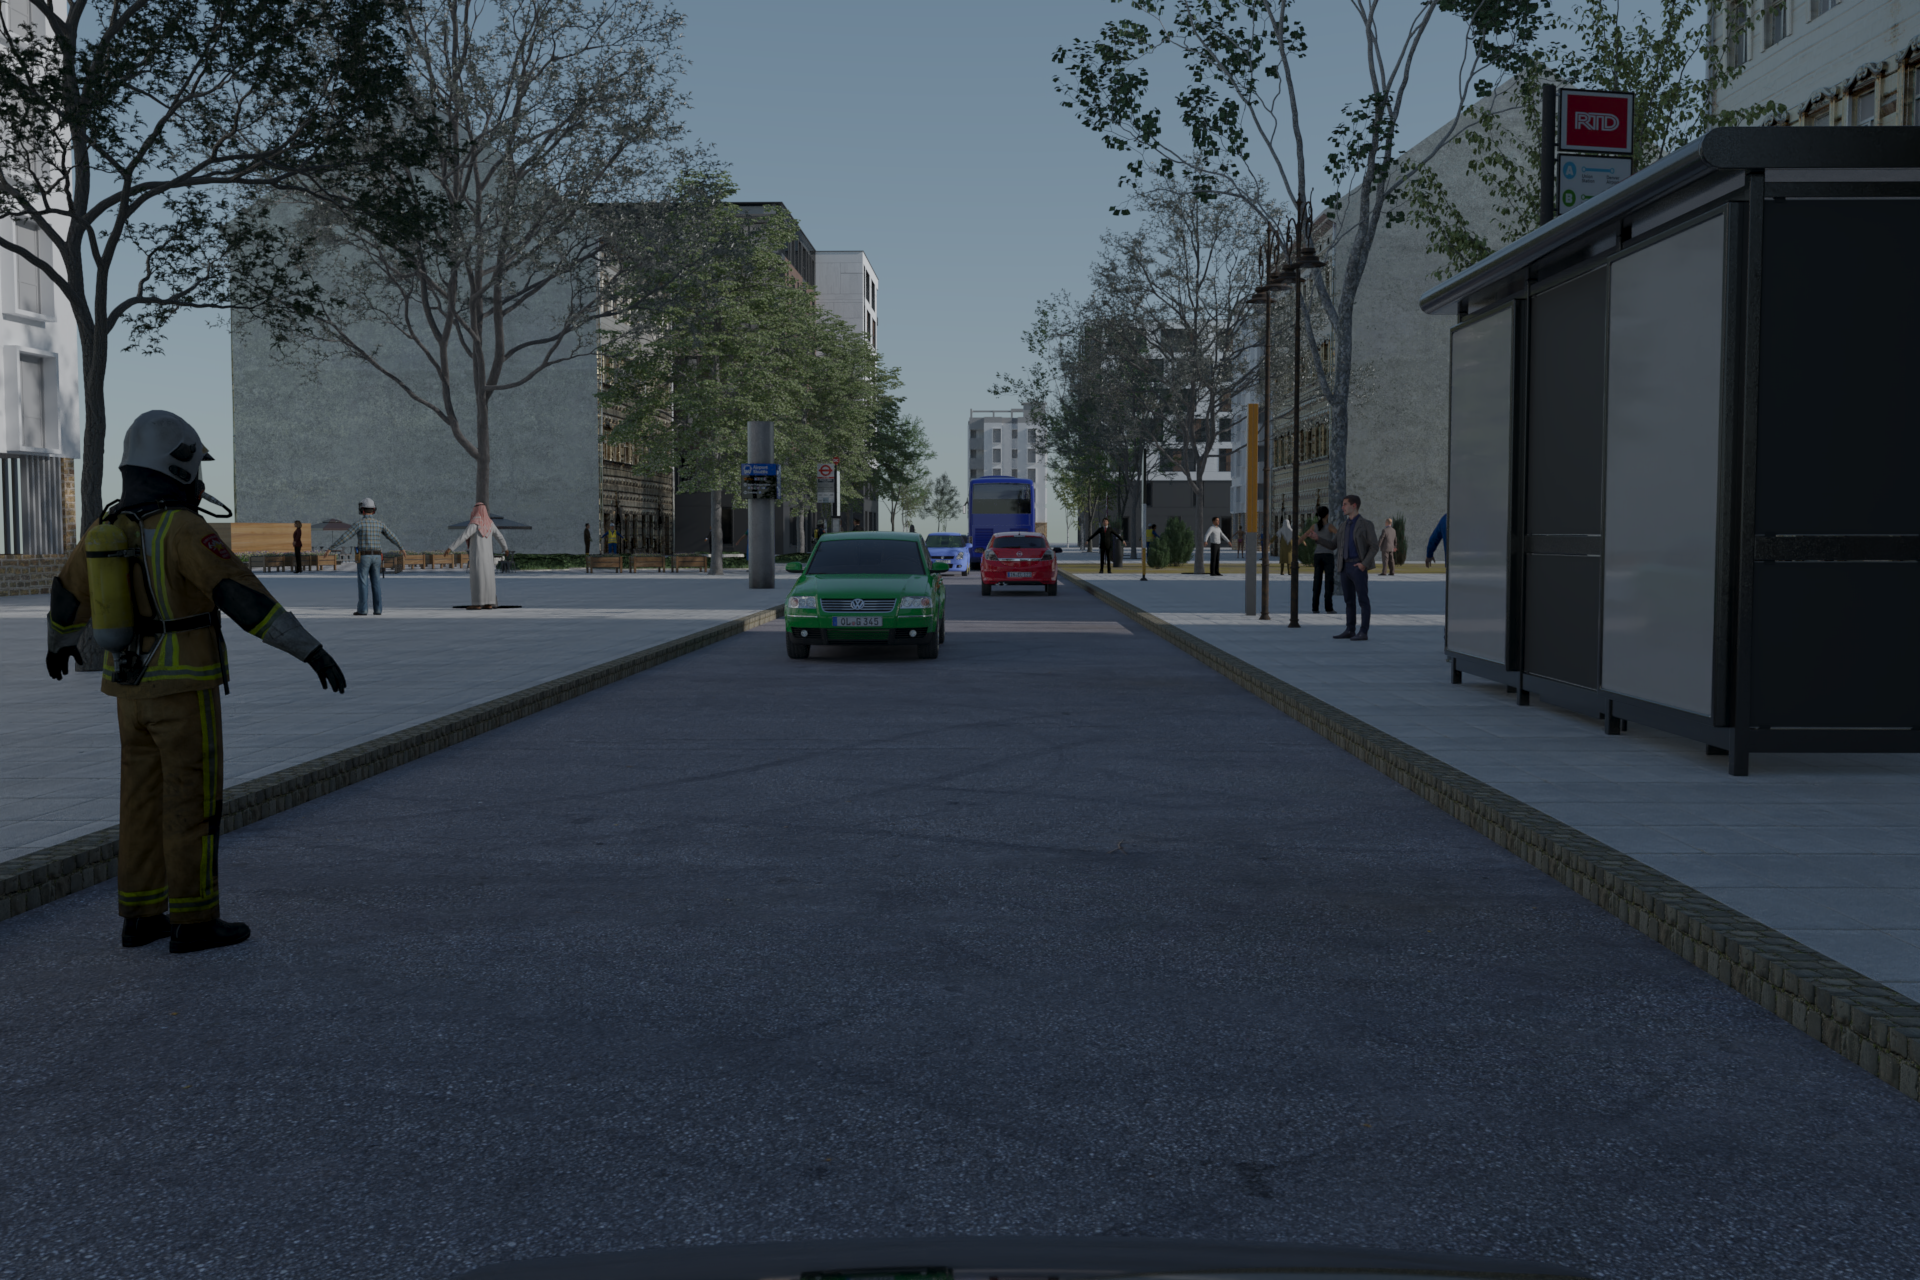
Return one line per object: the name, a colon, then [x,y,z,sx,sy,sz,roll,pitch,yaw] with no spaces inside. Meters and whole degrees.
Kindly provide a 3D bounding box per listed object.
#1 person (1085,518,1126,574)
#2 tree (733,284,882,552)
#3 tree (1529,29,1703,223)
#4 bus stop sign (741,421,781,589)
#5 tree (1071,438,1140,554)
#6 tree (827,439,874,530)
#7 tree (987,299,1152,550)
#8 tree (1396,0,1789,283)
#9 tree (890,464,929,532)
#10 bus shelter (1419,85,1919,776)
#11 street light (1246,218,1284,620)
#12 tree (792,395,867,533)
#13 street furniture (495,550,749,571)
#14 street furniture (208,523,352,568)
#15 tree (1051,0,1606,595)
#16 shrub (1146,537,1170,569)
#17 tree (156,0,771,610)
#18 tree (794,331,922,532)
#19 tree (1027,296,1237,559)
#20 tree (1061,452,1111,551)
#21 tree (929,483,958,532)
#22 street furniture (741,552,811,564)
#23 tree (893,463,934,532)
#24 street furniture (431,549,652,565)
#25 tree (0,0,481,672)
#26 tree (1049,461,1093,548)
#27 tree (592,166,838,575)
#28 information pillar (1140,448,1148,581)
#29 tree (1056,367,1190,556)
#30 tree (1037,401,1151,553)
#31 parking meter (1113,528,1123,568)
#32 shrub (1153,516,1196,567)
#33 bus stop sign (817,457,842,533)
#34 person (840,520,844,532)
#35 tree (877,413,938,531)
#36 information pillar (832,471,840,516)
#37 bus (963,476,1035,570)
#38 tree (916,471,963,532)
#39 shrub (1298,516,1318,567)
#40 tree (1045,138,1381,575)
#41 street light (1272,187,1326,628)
person: [4.723,-3.062,56.256,1.347,1.806,0.705,0,4,8]
tree: [-7.120,-9.862,79.377,7.486,12.596,7.792,0,3,0]
tree: [26.804,-12.914,67.026,12.611,20.169,13.585,0,3,0]
bus stop sign: [-4.667,-3.159,40.672,0.837,3.901,0.837,0,4,0]
tree: [9.364,-9.931,112.732,4.737,8.622,4.395,0,3,0]
tree: [-6.769,-9.384,103.796,4.737,8.622,4.395,0,3,0]
tree: [8.995,-17.396,140.308,12.611,20.169,13.585,0,3,0]
tree: [7.761,-4.320,20.992,4.737,8.622,4.395,0,3,0]
tree: [-5.057,-12.993,162.804,4.737,8.622,4.395,0,3,0]
bus shelter: [4.981,-2.179,13.258,2.179,5.291,8.768,0,4,1]
street light: [4.563,-3.239,25.748,0.468,5.910,1.993,0,4,1]
tree: [-7.208,-8.517,89.611,4.360,8.622,3.978,0,3,0]
street furniture: [-11.989,-2.953,63.911,10.072,0.657,5.734,-1,4,-16]
street furniture: [-29.221,-3.765,68.414,11.010,1.723,9.812,1,4,14]
tree: [7.989,-11.092,37.239,12.611,20.169,13.585,0,3,0]
shrub: [7.261,-3.204,63.497,1.383,1.207,1.383,0,3,0]
tree: [-8.286,-7.281,29.414,12.009,13.543,11.850,0,3,0]
tree: [-5.997,-10.911,96.526,7.486,12.596,7.792,0,3,0]
tree: [8.911,-10.890,88.429,12.009,13.543,11.850,0,3,0]
tree: [9.240,-10.934,129.136,4.737,8.622,4.395,0,3,0]
tree: [-1.874,-18.192,247.808,4.360,8.622,3.978,0,3,0]
street furniture: [-6.207,-3.663,75.510,10.072,0.657,5.734,2,4,35]
tree: [-5.061,-12.712,158.200,4.360,8.622,3.978,0,3,0]
street furniture: [-17.817,-3.570,73.989,10.072,0.657,5.734,0,4,-6]
tree: [-7.923,-5.002,16.192,8.767,10.594,7.601,3,5,40]
tree: [10.296,-12.952,162.134,4.737,8.622,4.395,0,3,0]
tree: [-7.750,-8.343,54.532,7.486,12.596,7.792,0,3,0]
information pillar: [5.057,-3.441,47.610,0.183,3.616,0.504,0,4,1]
tree: [9.584,-10.773,101.892,9.928,11.665,9.643,0,3,0]
tree: [9.244,-11.932,120.837,9.928,11.665,9.643,0,3,0]
parking meter: [6.048,-3.544,66.347,0.372,1.533,0.369,0,3,0]
shrub: [8.494,-3.918,68.484,1.690,2.028,1.600,0,3,0]
bus stop sign: [-4.499,-4.354,59.896,0.855,3.939,0.416,0,4,1]
person: [-4.292,-3.355,61.078,0.704,1.802,1.346,0,4,7]
tree: [-5.736,-13.651,148.944,9.928,11.665,9.643,0,3,0]
information pillar: [-4.631,-4.485,64.640,0.184,3.620,1.656,0,4,1]
bus: [1.576,-4.917,71.934,2.896,3.916,12.251,0,3,0]
tree: [-2.936,-19.580,254.536,7.601,10.594,8.767,0,4,2]
shrub: [13.761,-3.852,67.404,1.690,2.028,1.600,0,3,0]
tree: [7.545,-8.831,54.760,12.009,13.543,11.850,0,3,0]
street light: [4.586,-3.107,23.591,0.468,5.910,1.993,0,4,1]
